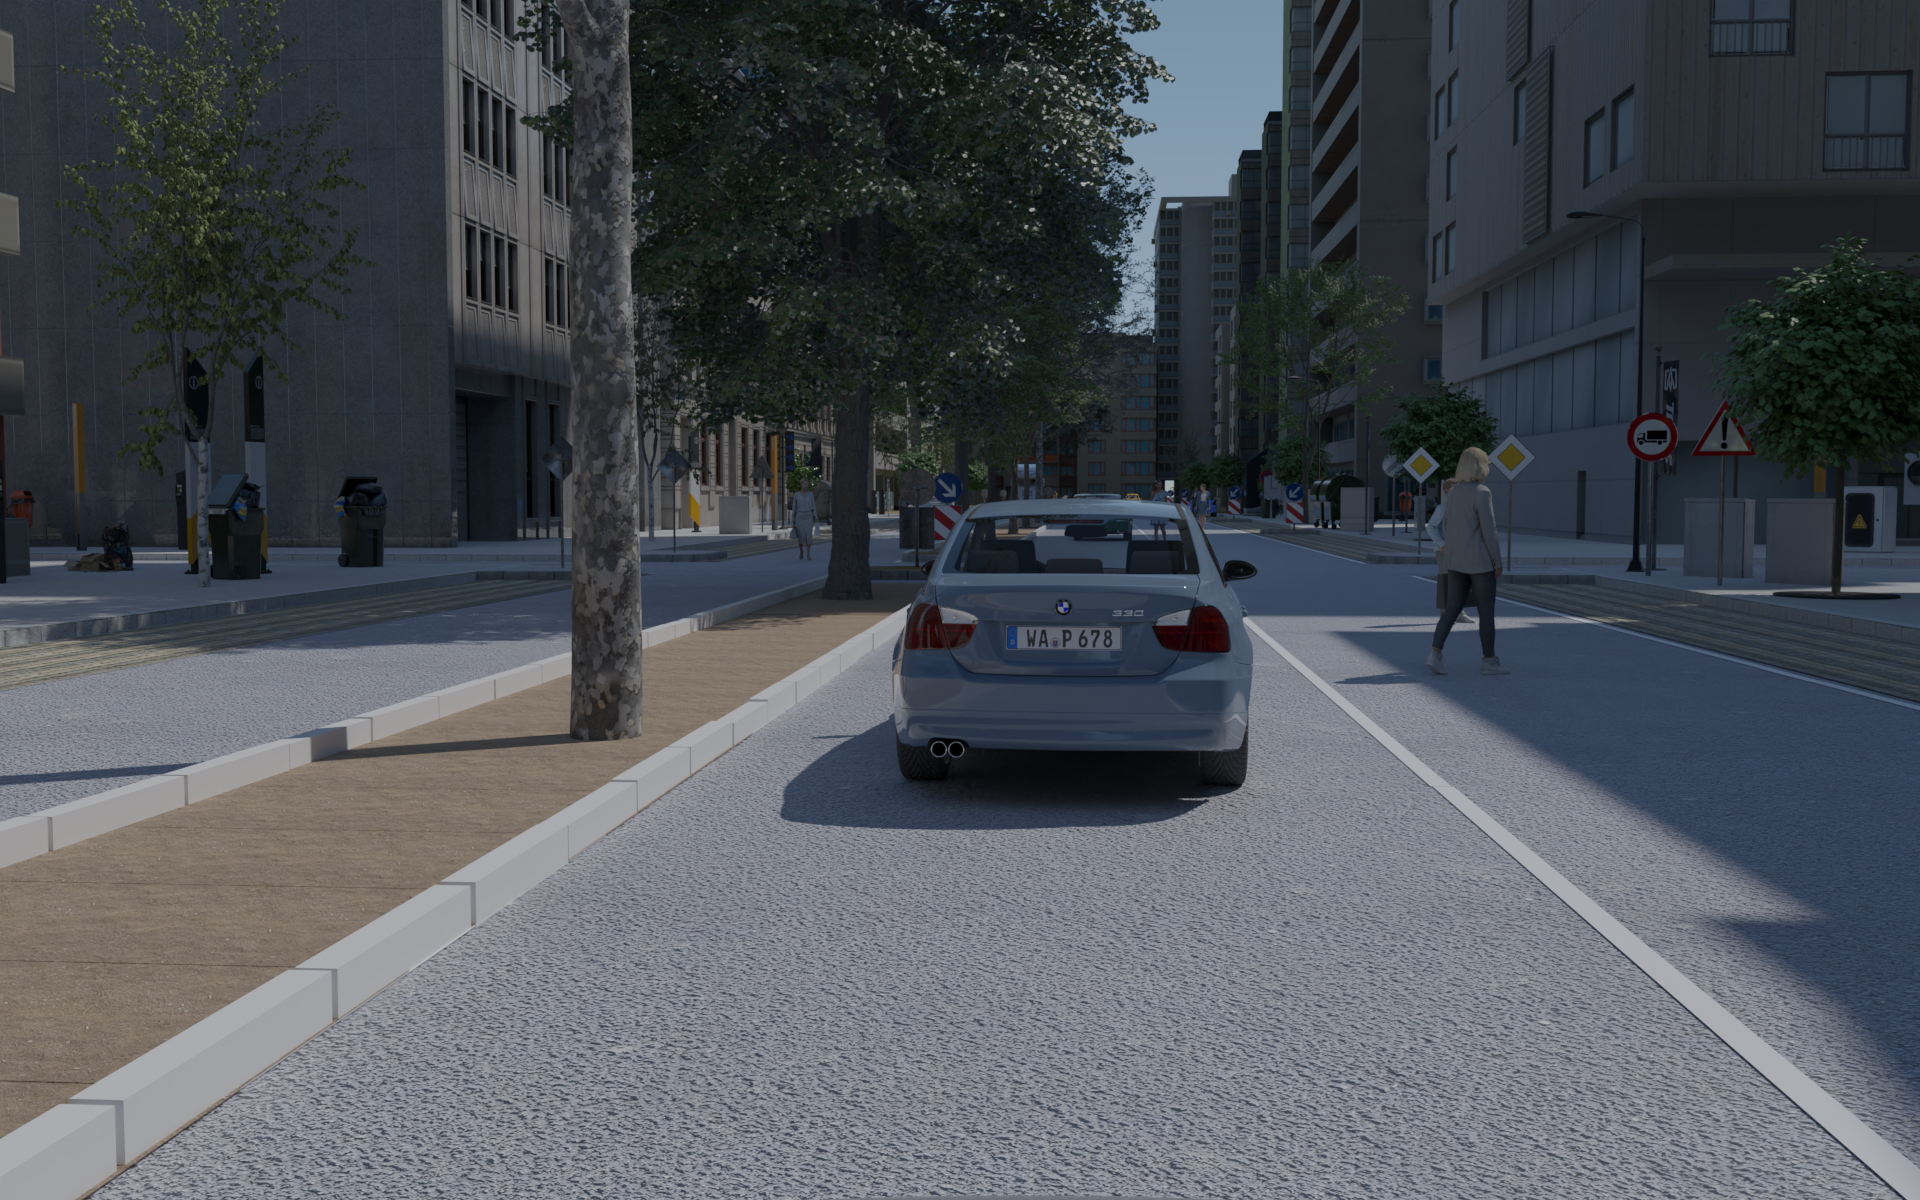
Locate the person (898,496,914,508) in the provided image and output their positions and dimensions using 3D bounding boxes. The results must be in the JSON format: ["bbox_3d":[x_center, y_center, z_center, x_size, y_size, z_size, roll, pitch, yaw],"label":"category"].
[{"bbox_3d":[-2.735,-4.725,86.022,0.850,1.792,0.678,3,4,39],"label":"person"}]

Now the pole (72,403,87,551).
[{"bbox_3d":[-19.851,-2.765,39.052,0.158,3.312,0.155,0,3,0],"label":"pole"}]

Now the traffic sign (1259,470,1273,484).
[{"bbox_3d":[16.520,-5.704,93.371,0.768,2.556,0.104,0,4,6],"label":"traffic sign"}]

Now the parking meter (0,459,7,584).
[{"bbox_3d":[-13.866,-1.166,24.783,0.399,1.863,0.255,3,5,42],"label":"parking meter"}]

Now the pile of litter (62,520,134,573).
[{"bbox_3d":[-14.428,-0.922,29.040,1.176,0.858,1.719,-1,4,-10],"label":"pile of litter"}]

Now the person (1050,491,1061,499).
[{"bbox_3d":[10.269,-10.901,186.825,1.348,1.812,0.705,0,4,0],"label":"person"}]

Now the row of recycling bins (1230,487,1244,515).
[{"bbox_3d":[17.421,-6.171,108.003,1.069,1.692,3.534,0,4,0],"label":"row of recycling bins"}]

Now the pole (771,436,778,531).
[{"bbox_3d":[-6.522,-4.098,60.850,0.158,3.312,0.155,0,3,0],"label":"pole"}]

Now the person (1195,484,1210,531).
[{"bbox_3d":[9.499,-3.614,67.606,0.581,1.822,0.654,2,4,25],"label":"person"}]

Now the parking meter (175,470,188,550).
[{"bbox_3d":[-17.808,-2.090,39.875,0.255,1.863,0.399,2,4,30],"label":"parking meter"}]

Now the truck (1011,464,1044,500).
[{"bbox_3d":[6.549,-10.516,161.689,2.967,4.110,18.799,0,4,4],"label":"truck"}]

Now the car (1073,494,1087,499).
[{"bbox_3d":[6.239,-4.610,85.595,2.015,1.641,3.980,0,4,6],"label":"car"}]

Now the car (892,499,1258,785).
[{"bbox_3d":[0.706,0.130,9.885,2.014,1.417,4.499,0,4,6],"label":"car"}]

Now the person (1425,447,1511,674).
[{"bbox_3d":[4.002,-0.312,13.790,0.728,1.800,0.709,-1,4,-22],"label":"person"}]

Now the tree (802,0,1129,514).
[{"bbox_3d":[-0.046,-7.277,39.565,7.486,12.596,7.792,0,3,0],"label":"tree"}]

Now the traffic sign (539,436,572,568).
[{"bbox_3d":[-6.887,-1.610,29.968,0.795,2.450,0.064,0,4,5],"label":"traffic sign"}]

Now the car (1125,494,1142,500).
[{"bbox_3d":[18.129,-10.520,182.223,2.015,1.641,3.980,0,4,5],"label":"car"}]

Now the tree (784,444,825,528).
[{"bbox_3d":[-6.211,-4.355,65.800,1.663,3.219,1.824,0,3,0],"label":"tree"}]

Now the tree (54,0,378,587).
[{"bbox_3d":[-10.407,-4.499,23.918,4.737,8.622,4.395,0,3,0],"label":"tree"}]

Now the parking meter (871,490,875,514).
[{"bbox_3d":[-5.452,-6.198,109.743,0.372,1.533,0.369,0,3,0],"label":"parking meter"}]

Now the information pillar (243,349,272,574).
[{"bbox_3d":[-11.260,-2.223,27.701,0.183,3.616,0.504,0,4,6],"label":"information pillar"}]

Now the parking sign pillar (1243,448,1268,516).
[{"bbox_3d":[17.164,-6.858,100.594,1.447,3.967,1.447,-1,4,-14],"label":"parking sign pillar"}]

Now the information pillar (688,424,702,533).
[{"bbox_3d":[-8.857,-4.061,57.759,0.183,3.616,0.504,2,4,30],"label":"information pillar"}]

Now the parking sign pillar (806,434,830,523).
[{"bbox_3d":[-6.551,-5.449,77.563,1.447,3.967,1.447,1,4,9],"label":"parking sign pillar"}]

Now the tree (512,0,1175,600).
[{"bbox_3d":[-1.524,-6.977,23.186,9.857,13.997,8.962,0,3,0],"label":"tree"}]

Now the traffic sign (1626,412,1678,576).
[{"bbox_3d":[10.797,-1.650,27.092,0.768,2.556,0.104,1,4,11],"label":"traffic sign"}]

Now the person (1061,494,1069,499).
[{"bbox_3d":[8.957,-8.344,148.108,0.799,1.438,0.628,-2,4,-33],"label":"person"}]

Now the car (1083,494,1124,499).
[{"bbox_3d":[4.517,-2.624,54.701,2.131,1.459,4.920,0,4,5],"label":"car"}]

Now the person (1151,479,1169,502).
[{"bbox_3d":[5.173,-2.239,45.199,0.616,1.811,0.778,1,4,23],"label":"person"}]

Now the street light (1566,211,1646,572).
[{"bbox_3d":[10.635,-3.423,28.506,1.470,5.913,1.316,0,4,5],"label":"street light"}]

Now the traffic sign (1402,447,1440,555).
[{"bbox_3d":[9.736,-2.019,36.648,0.795,2.450,0.064,0,4,5],"label":"traffic sign"}]

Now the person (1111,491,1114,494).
[{"bbox_3d":[16.075,-10.669,183.760,0.721,1.723,1.217,-1,4,-22],"label":"person"}]

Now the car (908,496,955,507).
[{"bbox_3d":[-0.934,-3.360,67.292,2.083,1.381,4.827,0,4,5],"label":"car"}]

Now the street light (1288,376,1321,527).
[{"bbox_3d":[13.634,-5.868,68.481,1.470,5.913,1.316,0,4,5],"label":"street light"}]

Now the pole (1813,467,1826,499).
[{"bbox_3d":[13.838,-2.080,27.859,0.158,3.312,0.155,0,3,0],"label":"pole"}]

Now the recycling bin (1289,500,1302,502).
[{"bbox_3d":[15.043,-3.945,77.049,0.722,1.027,0.722,0,4,1],"label":"recycling bin"}]

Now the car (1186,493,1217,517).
[{"bbox_3d":[15.199,-6.067,108.787,1.945,1.707,3.694,0,4,4],"label":"car"}]

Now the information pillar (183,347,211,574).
[{"bbox_3d":[-12.237,-2.229,27.793,0.183,3.616,0.504,1,4,17],"label":"information pillar"}]

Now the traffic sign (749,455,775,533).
[{"bbox_3d":[-6.597,-3.531,57.737,0.884,2.594,0.081,1,4,9],"label":"traffic sign"}]

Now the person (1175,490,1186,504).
[{"bbox_3d":[18.430,-8.267,144.382,1.217,1.735,0.721,-2,4,-27],"label":"person"}]

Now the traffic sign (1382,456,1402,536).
[{"bbox_3d":[13.214,-3.218,52.717,0.768,2.556,0.104,1,4,10],"label":"traffic sign"}]

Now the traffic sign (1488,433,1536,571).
[{"bbox_3d":[9.106,-1.532,28.688,0.795,2.450,0.064,0,4,5],"label":"traffic sign"}]

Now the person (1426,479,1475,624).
[{"bbox_3d":[5.426,-0.540,19.142,0.589,1.601,0.330,-2,4,-25],"label":"person"}]

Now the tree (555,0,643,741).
[{"bbox_3d":[-3.222,-9.308,10.529,12.611,20.169,13.585,0,3,0],"label":"tree"}]

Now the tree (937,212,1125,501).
[{"bbox_3d":[1.978,-8.083,60.376,9.928,11.665,9.643,0,3,0],"label":"tree"}]

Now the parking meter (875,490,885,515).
[{"bbox_3d":[-4.836,-6.038,107.135,0.372,1.533,0.369,0,3,0],"label":"parking meter"}]

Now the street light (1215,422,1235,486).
[{"bbox_3d":[17.093,-8.487,111.304,1.470,5.913,1.316,0,4,5],"label":"street light"}]

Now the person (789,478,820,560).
[{"bbox_3d":[-3.358,-1.768,37.754,0.694,1.780,0.624,0,4,6],"label":"person"}]

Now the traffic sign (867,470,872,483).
[{"bbox_3d":[-4.821,-5.343,87.469,0.768,2.556,0.104,1,4,8],"label":"traffic sign"}]

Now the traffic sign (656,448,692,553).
[{"bbox_3d":[-6.257,-2.097,37.928,0.795,2.450,0.064,0,4,5],"label":"traffic sign"}]

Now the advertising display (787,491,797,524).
[{"bbox_3d":[-6.879,-4.198,73.843,0.974,1.923,0.123,0,4,4],"label":"advertising display"}]

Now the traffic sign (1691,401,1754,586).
[{"bbox_3d":[10.643,-1.479,24.190,0.884,2.594,0.081,0,4,5],"label":"traffic sign"}]

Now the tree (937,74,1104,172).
[{"bbox_3d":[0.904,-8.348,49.321,12.009,13.543,11.850,0,3,0],"label":"tree"}]

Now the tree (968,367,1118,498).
[{"bbox_3d":[4.549,-9.724,95.863,8.767,10.594,7.601,0,4,5],"label":"tree"}]

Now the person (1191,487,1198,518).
[{"bbox_3d":[13.268,-5.442,97.435,0.622,1.834,0.822,1,4,19],"label":"person"}]
